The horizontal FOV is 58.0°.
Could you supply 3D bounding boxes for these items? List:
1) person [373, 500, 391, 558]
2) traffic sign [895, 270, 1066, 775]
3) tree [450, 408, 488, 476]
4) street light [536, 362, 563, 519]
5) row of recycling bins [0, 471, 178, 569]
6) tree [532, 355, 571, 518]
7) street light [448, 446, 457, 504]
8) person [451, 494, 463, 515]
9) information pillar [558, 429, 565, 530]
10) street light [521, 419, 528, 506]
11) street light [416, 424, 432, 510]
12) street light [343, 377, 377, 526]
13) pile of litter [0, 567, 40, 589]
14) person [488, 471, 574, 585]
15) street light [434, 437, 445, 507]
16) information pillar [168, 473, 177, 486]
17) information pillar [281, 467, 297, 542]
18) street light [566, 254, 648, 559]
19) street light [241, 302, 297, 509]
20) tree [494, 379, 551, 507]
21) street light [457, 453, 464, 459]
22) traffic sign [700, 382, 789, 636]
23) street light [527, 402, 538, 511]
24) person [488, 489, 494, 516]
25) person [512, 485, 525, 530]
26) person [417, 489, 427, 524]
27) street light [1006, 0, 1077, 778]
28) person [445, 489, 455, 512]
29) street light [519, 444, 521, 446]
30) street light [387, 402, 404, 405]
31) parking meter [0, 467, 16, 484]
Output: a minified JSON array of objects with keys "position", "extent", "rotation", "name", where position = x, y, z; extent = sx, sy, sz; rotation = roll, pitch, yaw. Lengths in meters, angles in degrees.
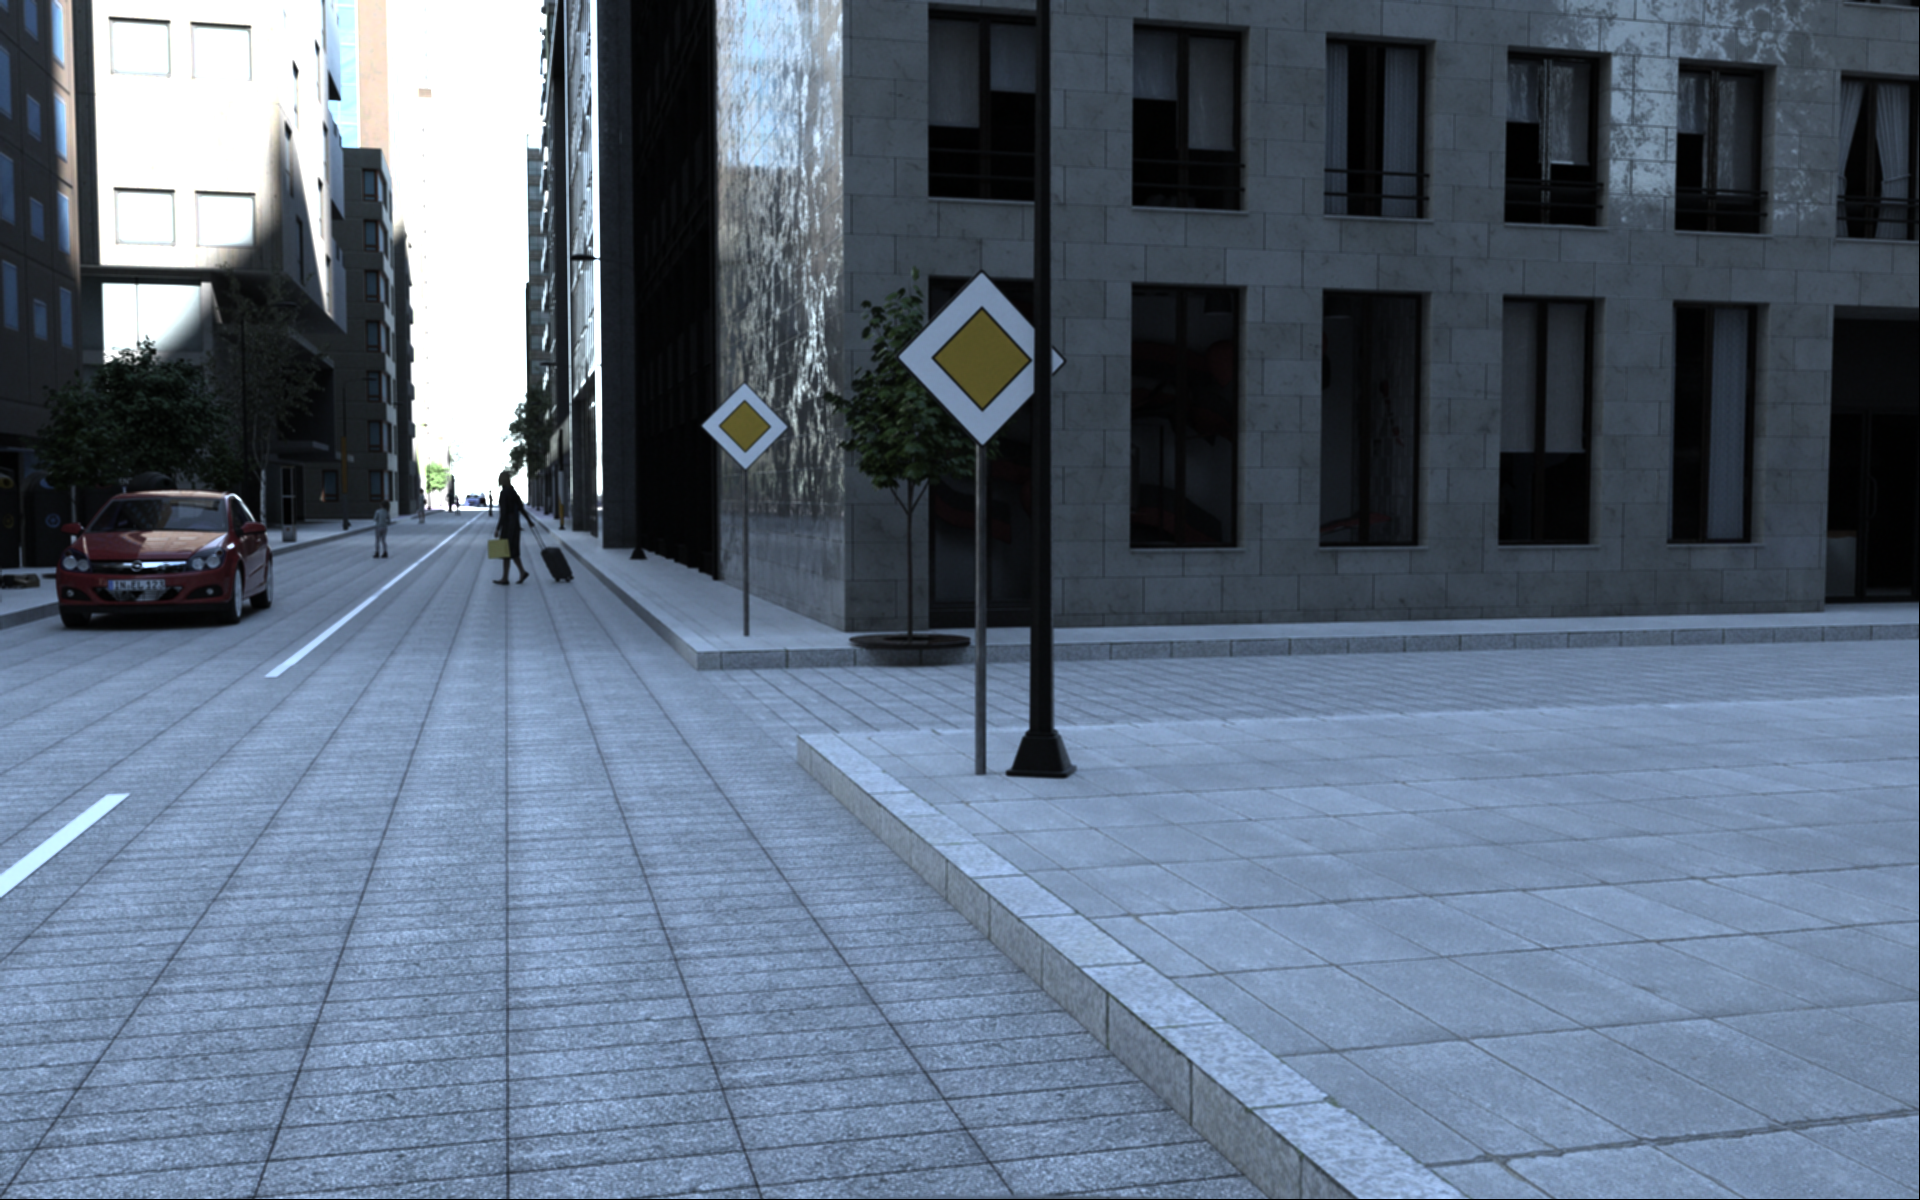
[{"position":[-13.033,-1.601,38.955],"extent":[0.394,1.301,0.425],"rotation":[2,4,25],"name":"person"},{"position":[0.091,-0.258,7.863],"extent":[0.795,2.450,0.064],"rotation":[-1,4,-15],"name":"traffic sign"},{"position":[-70.368,-20.116,239.267],"extent":[12.009,13.543,11.850],"rotation":[0,3,0],"name":"tree"},{"position":[-14.086,-5.423,61.211],"extent":[1.470,5.913,1.316],"rotation":[-1,4,-15],"name":"street light"},{"position":[-15.817,-1.452,30.845],"extent":[3.534,1.692,1.069],"rotation":[-3,5,-44],"name":"row of recycling bins"},{"position":[-20.724,-8.652,91.827],"extent":[4.360,8.622,3.978],"rotation":[0,3,0],"name":"tree"},{"position":[-49.948,-11.977,168.364],"extent":[1.470,5.913,1.316],"rotation":[-1,4,-15],"name":"street light"},{"position":[-34.191,-6.499,117.977],"extent":[0.991,1.433,0.599],"rotation":[-3,5,-43],"name":"person"},{"position":[-14.433,-4.359,62.631],"extent":[0.183,3.616,0.504],"rotation":[-1,4,-23],"name":"information pillar"},{"position":[-26.234,-8.245,107.348],"extent":[1.470,5.913,1.316],"rotation":[-1,4,-15],"name":"street light"},{"position":[-35.936,-8.700,114.786],"extent":[1.470,5.913,1.316],"rotation":[-1,4,-15],"name":"street light"},{"position":[-23.870,-5.891,68.860],"extent":[1.470,5.913,1.316],"rotation":[-1,4,-15],"name":"street light"},{"position":[-13.406,-0.612,23.974],"extent":[1.176,0.858,1.719],"rotation":[-2,4,-35],"name":"pile of litter"},{"position":[-6.893,-1.163,27.731],"extent":[1.509,1.804,0.699],"rotation":[-3,5,-42],"name":"person"},{"position":[-42.887,-10.342,141.638],"extent":[1.470,5.913,1.316],"rotation":[-1,4,-15],"name":"street light"},{"position":[-25.422,-3.138,55.793],"extent":[0.304,2.012,0.304],"rotation":[-1,4,-8],"name":"information pillar"},{"position":[-18.021,-2.569,46.493],"extent":[0.304,2.012,0.304],"rotation":[0,4,-7],"name":"information pillar"},{"position":[-6.862,-3.748,33.820],"extent":[1.470,5.913,1.316],"rotation":[-1,4,-15],"name":"street light"},{"position":[-16.760,-4.248,41.997],"extent":[1.470,5.913,1.316],"rotation":[-1,4,-15],"name":"street light"},{"position":[-41.548,-15.604,172.126],"extent":[9.611,12.733,9.660],"rotation":[0,3,0],"name":"tree"},{"position":[-57.060,-13.621,195.237],"extent":[1.470,5.913,1.316],"rotation":[-1,4,-15],"name":"street light"},{"position":[-1.933,-0.731,15.588],"extent":[0.795,2.450,0.064],"rotation":[-1,4,-15],"name":"traffic sign"},{"position":[-21.094,-7.065,88.049],"extent":[1.470,5.913,1.316],"rotation":[-1,4,-15],"name":"street light"},{"position":[-30.129,-6.255,111.474],"extent":[0.721,1.736,1.217],"rotation":[0,4,-3],"name":"person"},{"position":[-17.647,-3.660,68.518],"extent":[0.721,1.800,0.419],"rotation":[0,4,8],"name":"person"},{"position":[-26.249,-4.586,84.481],"extent":[0.522,1.701,0.512],"rotation":[-1,4,-20],"name":"person"},{"position":[-0.149,-2.148,7.665],"extent":[1.470,5.913,1.316],"rotation":[-1,4,-15],"name":"street light"},{"position":[-40.911,-7.983,139.106],"extent":[1.350,1.814,0.705],"rotation":[2,4,32],"name":"person"},{"position":[-33.368,-9.909,134.549],"extent":[1.470,5.913,1.316],"rotation":[-1,4,-15],"name":"street light"},{"position":[-28.870,-7.048,87.780],"extent":[1.470,5.913,1.316],"rotation":[-1,4,-15],"name":"street light"},{"position":[-19.562,-1.820,35.467],"extent":[0.399,1.863,0.255],"rotation":[0,4,-6],"name":"parking meter"}]
